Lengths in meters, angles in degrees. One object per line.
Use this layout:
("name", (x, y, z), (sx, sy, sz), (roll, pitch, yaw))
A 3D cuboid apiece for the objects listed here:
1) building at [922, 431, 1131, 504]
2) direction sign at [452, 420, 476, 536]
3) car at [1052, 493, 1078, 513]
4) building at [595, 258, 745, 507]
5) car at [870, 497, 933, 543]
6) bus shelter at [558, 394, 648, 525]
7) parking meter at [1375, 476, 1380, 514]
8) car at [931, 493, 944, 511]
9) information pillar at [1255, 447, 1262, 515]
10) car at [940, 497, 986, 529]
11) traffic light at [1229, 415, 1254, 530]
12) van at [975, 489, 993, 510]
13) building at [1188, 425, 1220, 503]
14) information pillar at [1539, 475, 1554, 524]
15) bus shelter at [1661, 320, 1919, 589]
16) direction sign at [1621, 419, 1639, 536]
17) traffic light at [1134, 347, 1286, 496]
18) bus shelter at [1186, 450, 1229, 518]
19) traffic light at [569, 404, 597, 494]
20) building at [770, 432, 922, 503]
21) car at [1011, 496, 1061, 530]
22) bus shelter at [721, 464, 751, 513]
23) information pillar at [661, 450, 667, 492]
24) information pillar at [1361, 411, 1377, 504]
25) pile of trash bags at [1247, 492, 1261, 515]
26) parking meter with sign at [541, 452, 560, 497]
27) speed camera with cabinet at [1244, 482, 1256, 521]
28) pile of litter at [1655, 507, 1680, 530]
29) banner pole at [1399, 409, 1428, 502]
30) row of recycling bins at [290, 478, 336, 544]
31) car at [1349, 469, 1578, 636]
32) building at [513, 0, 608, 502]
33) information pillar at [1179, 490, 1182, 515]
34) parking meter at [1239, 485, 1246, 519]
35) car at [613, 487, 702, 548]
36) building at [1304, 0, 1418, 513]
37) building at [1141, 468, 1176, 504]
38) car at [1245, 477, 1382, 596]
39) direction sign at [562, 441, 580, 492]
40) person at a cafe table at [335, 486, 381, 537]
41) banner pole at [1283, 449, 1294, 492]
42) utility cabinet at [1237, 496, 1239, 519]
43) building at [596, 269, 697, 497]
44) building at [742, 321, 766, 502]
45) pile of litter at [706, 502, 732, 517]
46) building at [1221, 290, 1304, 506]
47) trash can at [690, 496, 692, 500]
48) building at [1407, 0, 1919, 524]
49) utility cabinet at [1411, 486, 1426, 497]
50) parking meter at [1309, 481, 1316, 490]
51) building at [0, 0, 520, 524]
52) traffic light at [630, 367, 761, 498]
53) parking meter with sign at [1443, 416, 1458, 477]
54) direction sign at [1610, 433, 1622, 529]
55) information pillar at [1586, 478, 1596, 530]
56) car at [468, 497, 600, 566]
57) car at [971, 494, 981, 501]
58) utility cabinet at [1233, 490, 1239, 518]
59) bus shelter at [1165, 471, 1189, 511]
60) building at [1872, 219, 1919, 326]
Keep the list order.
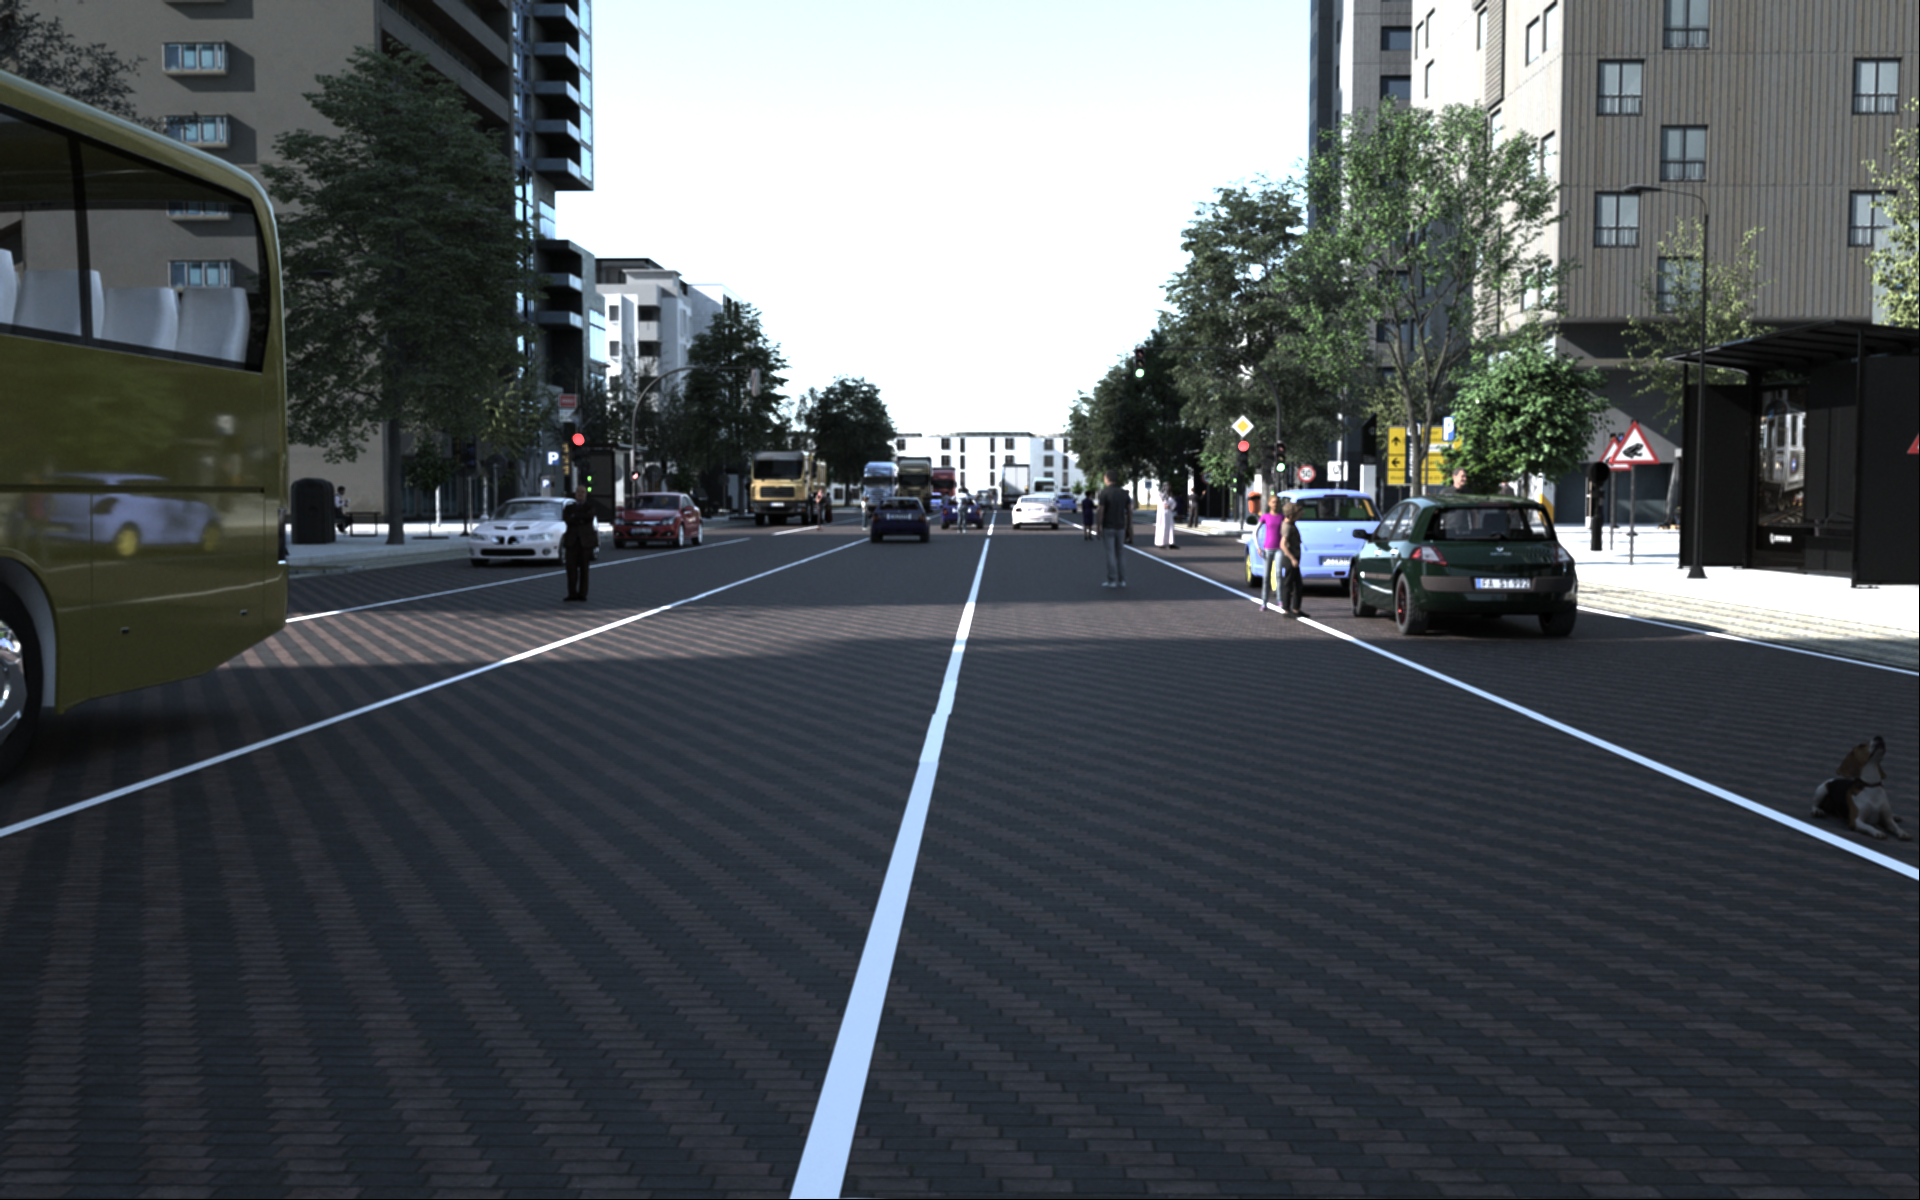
("building", (9.384, -17.987, 236.240), (28.070, 9.664, 9.099), (0, 4, 1))
("direction sign", (-15.061, -3.708, 52.631), (0.876, 3.537, 0.379), (2, 4, 24))
("car", (8.061, -7.536, 132.808), (1.945, 1.707, 3.694), (0, 4, 1))
("building", (-36.973, -19.717, 166.354), (27.936, 21.610, 32.646), (0, 4, 1))
("car", (-1.789, -2.443, 52.519), (1.945, 1.354, 3.894), (0, 4, 0))
("bus shelter", (-14.922, -5.775, 72.053), (2.179, 5.291, 8.768), (0, 4, 1))
("parking meter", (13.030, -2.994, 54.664), (0.399, 1.863, 0.255), (-1, 4, -13))
("car", (-2.113, -8.165, 143.093), (1.945, 1.707, 3.694), (0, 4, 1))
("information pillar", (12.907, -5.075, 74.328), (0.504, 3.616, 0.183), (2, 4, 30))
("car", (0.117, -3.624, 71.826), (1.945, 1.354, 3.894), (0, 4, 2))
("traffic light", (10.031, -4.450, 61.681), (0.839, 4.253, 0.868), (0, 4, 1))
("van", (2.145, -9.301, 159.086), (2.013, 2.044, 4.112), (0, 4, 2))
("building", (30.799, -15.038, 188.024), (9.099, 9.664, 28.070), (0, 4, 1))
("information pillar", (17.228, -3.634, 50.778), (0.504, 3.616, 0.183), (-1, 4, -22))
("bus shelter", (12.719, -2.153, 26.477), (1.731, 3.624, 6.357), (0, 4, 1))
("direction sign", (20.537, -3.720, 52.817), (0.379, 3.537, 0.876), (2, 4, 34))
("traffic light", (7.754, -4.828, 53.605), (4.771, 5.953, 1.251), (0, 4, 1))
("bus shelter", (13.562, -6.326, 94.707), (1.731, 3.624, 6.357), (0, 4, 1))
("traffic light", (-11.829, -3.991, 54.180), (0.839, 4.253, 0.868), (0, 4, 1))
("building", (-19.267, -18.058, 237.394), (28.070, 9.664, 9.099), (0, 4, 1))
("car", (3.103, -3.583, 70.942), (2.083, 1.381, 4.827), (0, 4, 3))
("bus shelter", (-14.949, -7.655, 119.075), (2.014, 3.302, 5.546), (0, 4, 1))
("information pillar", (-15.559, -6.103, 91.146), (0.183, 3.616, 0.504), (1, 4, 21))
("information pillar", (11.582, -3.530, 49.072), (0.504, 3.616, 0.183), (-2, 4, -26))
("pile of trash bags", (13.714, -3.833, 72.430), (3.447, 1.369, 1.912), (0, 4, -6))
("parking meter with sign", (-16.730, -4.529, 70.302), (0.543, 3.016, 1.738), (0, 4, 4))
("speed camera with cabinet", (14.062, -5.466, 83.707), (0.660, 3.252, 2.038), (0, 4, 8))
("pile of litter", (25.971, -2.959, 62.347), (1.719, 0.858, 1.176), (3, 4, 38))
("banner pole", (13.521, -3.734, 51.067), (0.863, 3.779, 0.401), (2, 4, 26))
("row of recycling bins", (-17.101, -2.371, 45.872), (1.069, 1.692, 3.534), (-1, 4, -16))
("car", (5.389, -0.558, 18.916), (2.009, 1.686, 4.222), (0, 4, 3))
("building", (-35.120, -48.653, 108.151), (22.319, 86.520, 31.000), (0, 4, 1))
("information pillar", (13.709, -6.319, 107.809), (0.304, 2.012, 0.304), (-2, 4, -31))
("parking meter", (14.357, -5.012, 87.662), (0.399, 1.863, 0.255), (3, 5, 44))
("car", (-8.227, -2.339, 47.283), (2.155, 1.783, 4.494), (0, 4, 2))
("building", (35.187, -35.427, 121.224), (21.231, 58.520, 28.212), (0, 4, 1))
("building", (38.572, -17.957, 235.737), (28.070, 9.664, 9.099), (0, 4, 1))
("car", (5.245, -0.975, 25.530), (1.945, 1.707, 3.694), (0, 4, 1))
("direction sign", (-16.693, -5.043, 74.456), (0.876, 3.537, 0.379), (1, 4, 15))
("person at a cafe table", (-18.454, -2.697, 52.611), (1.622, 1.524, 1.698), (-1, 4, -18))
("banner pole", (16.065, -5.801, 84.871), (0.401, 3.779, 0.863), (-3, 4, -37))
("utility cabinet", (14.872, -4.840, 90.288), (0.306, 1.237, 1.020), (-2, 4, -28))
("building", (-30.500, -17.584, 143.917), (16.016, 20.091, 11.380), (0, 4, 1))
("building", (-28.081, -20.732, 195.383), (11.380, 20.091, 16.016), (0, 4, 1))
("pile of litter", (-13.763, -5.154, 98.235), (1.719, 0.858, 1.176), (-1, 4, -9))
("building", (34.178, -17.804, 157.545), (16.747, 18.905, 31.486), (0, 4, 1))
("trash can", (-15.680, -5.553, 102.444), (0.748, 1.137, 0.748), (0, 3, 0))
("building", (38.181, -30.281, 84.338), (27.495, 52.752, 28.713), (0, 4, 1))
("utility cabinet", (12.888, -2.452, 48.775), (0.318, 1.500, 1.173), (1, 4, 10))
("parking meter", (16.001, -4.461, 78.653), (0.255, 1.863, 0.399), (2, 4, 27))
("building", (-34.879, -28.083, 82.852), (21.300, 48.544, 21.600), (0, 4, 1))
("traffic light", (-9.551, -5.351, 62.150), (4.771, 5.953, 1.251), (0, 4, 1))
("parking meter with sign", (11.838, -2.626, 39.190), (1.738, 3.016, 0.543), (-1, 4, -12))
("direction sign", (24.423, -4.433, 64.479), (0.379, 3.537, 0.876), (-1, 4, -11))
("information pillar", (22.592, -3.511, 61.902), (0.304, 2.012, 0.304), (0, 4, -6))
("car", (-8.784, -1.447, 36.014), (2.083, 1.381, 4.827), (0, 4, 1))
("car", (0.507, -6.980, 123.911), (2.009, 1.686, 4.222), (0, 3, 0))
("utility cabinet", (15.039, -5.083, 91.785), (1.173, 1.500, 0.318), (3, 4, 36))
("bus shelter", (16.014, -8.274, 129.206), (2.014, 3.302, 5.546), (0, 4, 1))
("building", (33.185, -43.535, 24.475), (22.319, 86.520, 31.000), (0, 4, 1))
